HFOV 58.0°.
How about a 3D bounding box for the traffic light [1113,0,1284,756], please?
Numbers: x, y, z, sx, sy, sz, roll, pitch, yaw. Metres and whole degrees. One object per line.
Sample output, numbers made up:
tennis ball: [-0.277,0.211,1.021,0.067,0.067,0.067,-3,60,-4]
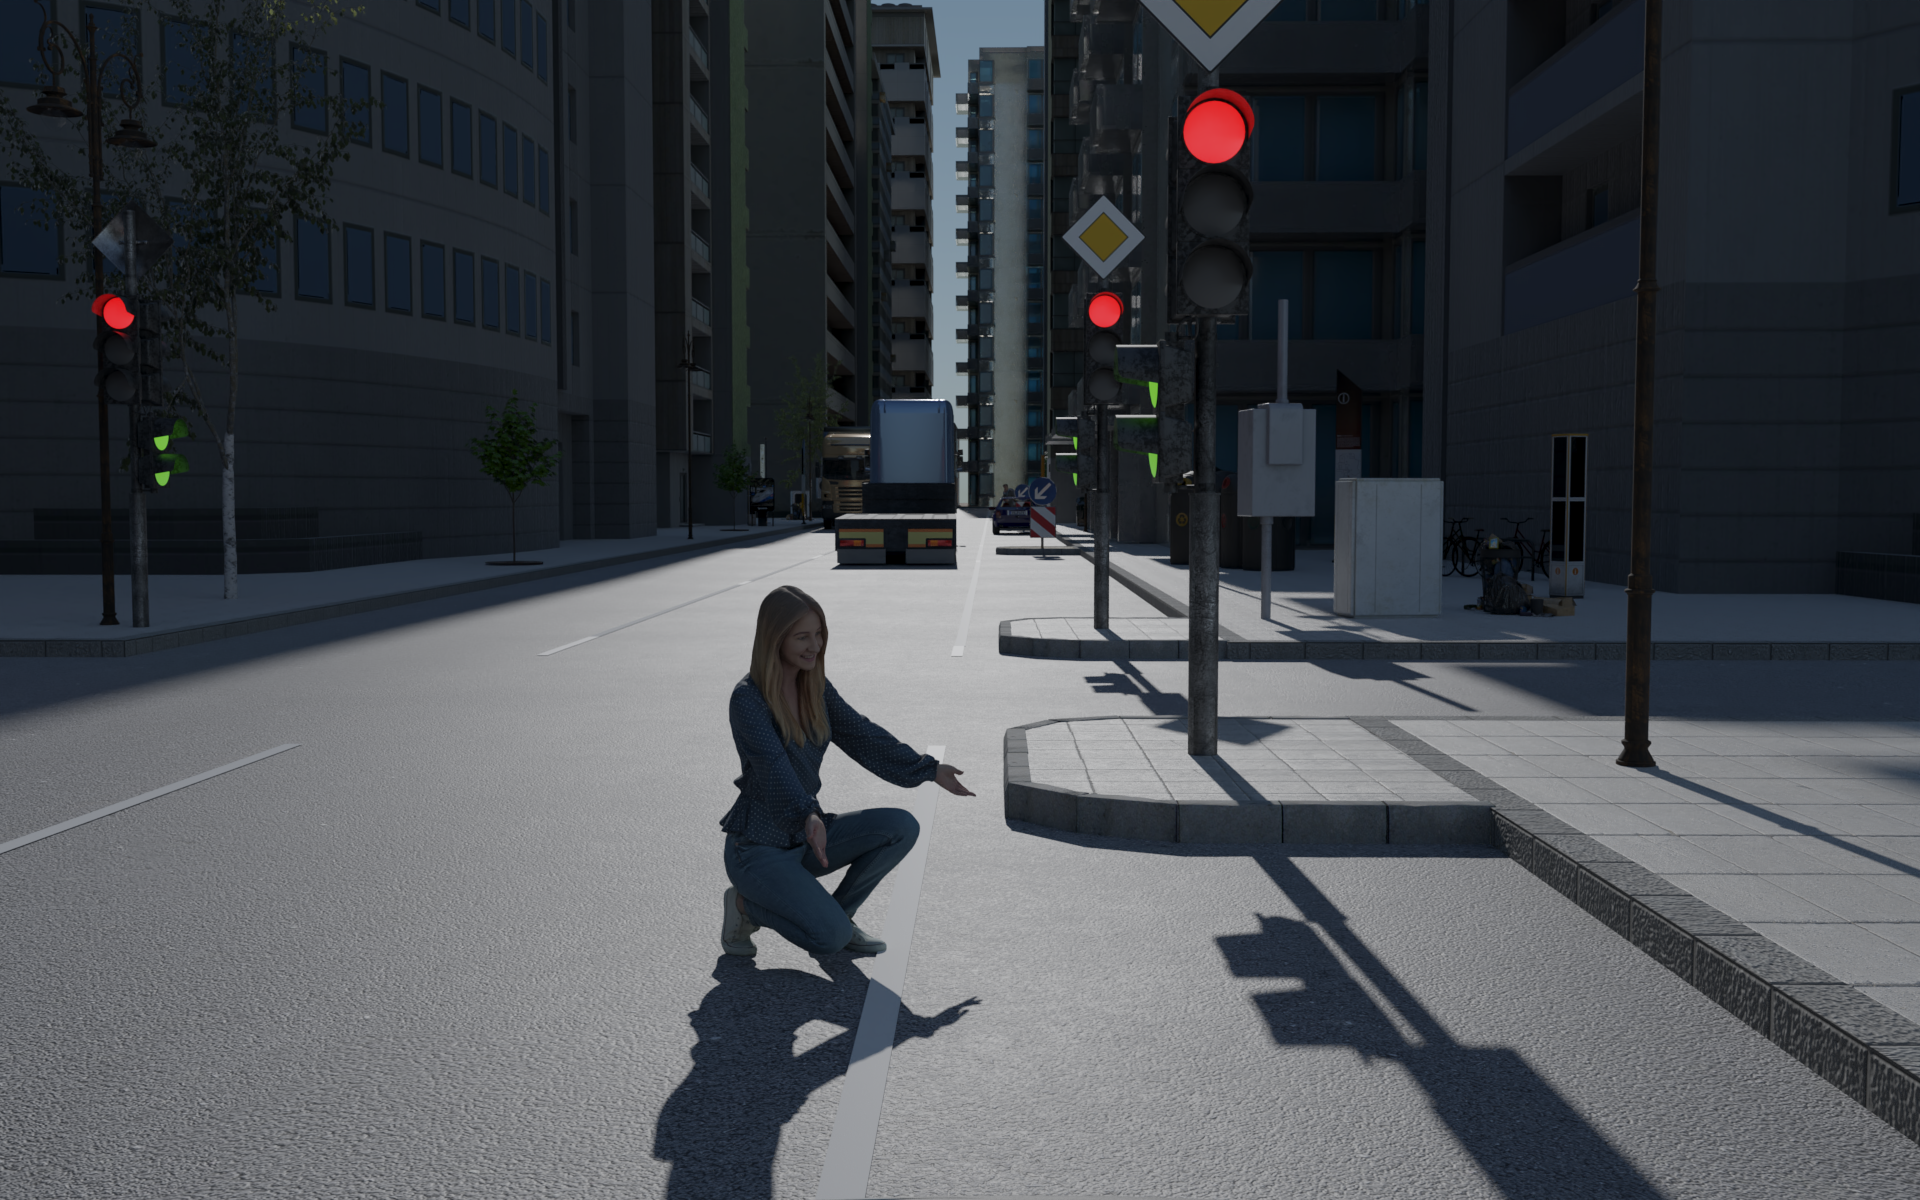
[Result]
traffic light: [1.179,-1.194,8.435,0.839,4.253,0.868,0,4,1]

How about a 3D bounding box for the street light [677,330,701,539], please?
street light: [-7.663,-4.665,49.064,0.468,5.910,1.993,0,4,1]

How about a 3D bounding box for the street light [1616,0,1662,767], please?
street light: [3.204,-2.156,8.033,0.468,5.910,1.993,0,4,1]

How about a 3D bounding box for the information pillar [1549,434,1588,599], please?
information pillar: [7.466,-1.025,21.257,0.304,2.012,0.304,-1,4,-23]

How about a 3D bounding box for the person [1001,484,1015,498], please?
person: [1.958,-3.776,70.043,0.655,1.846,0.447,3,4,37]

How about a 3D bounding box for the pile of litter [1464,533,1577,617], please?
pile of litter: [6.114,-0.300,18.877,1.176,0.858,1.719,1,4,15]

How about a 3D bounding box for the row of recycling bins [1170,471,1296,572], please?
row of recycling bins: [4.758,-1.420,30.331,1.069,1.692,3.534,-1,4,-20]

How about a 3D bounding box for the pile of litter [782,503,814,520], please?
pile of litter: [-8.093,-4.377,85.524,1.719,0.858,1.176,1,4,17]

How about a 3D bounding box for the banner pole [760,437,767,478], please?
banner pole: [-8.611,-5.265,76.094,0.401,3.779,0.863,-2,4,-29]

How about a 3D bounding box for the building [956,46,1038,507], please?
building: [14.857,-34.635,185.887,30.456,49.044,23.786,0,4,1]

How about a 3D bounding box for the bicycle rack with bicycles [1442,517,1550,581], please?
bicycle rack with bicycles: [7.418,-0.789,26.283,2.852,0.926,2.925,-1,4,-17]

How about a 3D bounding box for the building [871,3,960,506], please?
building: [-14.061,-36.683,189.008,27.495,52.752,28.713,0,4,1]

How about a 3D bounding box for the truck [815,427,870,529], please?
truck: [-4.460,-5.217,74.211,2.839,4.237,11.283,0,4,-1]

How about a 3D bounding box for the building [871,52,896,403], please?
building: [-17.901,-28.133,151.852,23.993,40.220,32.217,0,4,1]

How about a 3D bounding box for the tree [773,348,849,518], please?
tree: [-7.658,-8.429,88.172,4.737,8.622,4.395,0,3,0]

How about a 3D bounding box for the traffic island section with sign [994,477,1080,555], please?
traffic island section with sign: [1.849,-2.006,41.422,1.989,1.847,2.006,0,4,1]

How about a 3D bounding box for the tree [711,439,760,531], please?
tree: [-7.745,-4.016,60.264,1.663,3.219,1.824,0,3,0]

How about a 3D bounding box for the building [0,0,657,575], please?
building: [-20.094,-30.325,37.809,21.231,58.520,28.212,0,4,1]

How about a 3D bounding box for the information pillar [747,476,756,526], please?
information pillar: [-8.477,-4.032,70.413,0.304,2.012,0.304,-1,4,-20]

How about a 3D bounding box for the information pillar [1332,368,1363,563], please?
information pillar: [7.222,-2.502,32.262,0.504,3.616,0.183,1,4,23]

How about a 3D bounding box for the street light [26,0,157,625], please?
street light: [-8.352,-2.694,16.830,0.468,5.910,1.993,0,4,1]

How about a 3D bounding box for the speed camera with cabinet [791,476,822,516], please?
speed camera with cabinet: [-7.902,-5.943,91.512,2.038,3.252,0.660,-1,4,-14]

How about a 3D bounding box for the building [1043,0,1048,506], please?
building: [16.532,-35.632,124.581,21.231,58.520,28.212,0,4,1]

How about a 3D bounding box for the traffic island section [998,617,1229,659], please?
traffic island section: [1.371,0.352,16.532,2.009,0.180,2.903,0,4,1]

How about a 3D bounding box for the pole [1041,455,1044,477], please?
pole: [4.348,-5.946,91.058,0.158,3.312,0.155,0,3,0]

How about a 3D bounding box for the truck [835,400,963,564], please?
truck: [-1.334,-3.297,43.663,2.967,4.110,18.799,0,4,0]

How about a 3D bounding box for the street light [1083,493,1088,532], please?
street light: [4.258,-5.243,58.516,0.468,5.910,1.993,0,4,1]

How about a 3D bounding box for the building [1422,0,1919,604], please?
building: [23.298,-29.521,24.662,28.212,58.520,21.231,0,4,1]

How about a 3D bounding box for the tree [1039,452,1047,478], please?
tree: [6.016,-6.827,95.336,4.285,4.588,4.351,0,3,0]

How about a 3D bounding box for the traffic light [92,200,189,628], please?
traffic light: [-7.879,-1.692,16.578,0.839,4.253,0.868,0,4,1]

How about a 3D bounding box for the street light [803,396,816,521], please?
street light: [-7.077,-6.661,81.696,0.468,5.910,1.993,0,4,1]

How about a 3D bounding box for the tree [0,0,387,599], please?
tree: [-9.167,-4.317,20.944,4.360,8.622,3.978,0,3,0]

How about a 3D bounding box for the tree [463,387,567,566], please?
tree: [-7.966,-2.251,31.401,1.663,3.219,1.824,0,3,0]

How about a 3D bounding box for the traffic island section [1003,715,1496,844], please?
traffic island section: [1.219,0.840,8.548,2.009,0.180,2.903,0,4,1]

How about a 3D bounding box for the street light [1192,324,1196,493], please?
street light: [3.585,-3.268,26.221,0.468,5.910,1.993,0,4,1]

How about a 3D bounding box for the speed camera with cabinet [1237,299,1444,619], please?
speed camera with cabinet: [3.948,-1.447,17.990,2.038,3.252,0.660,0,4,-7]

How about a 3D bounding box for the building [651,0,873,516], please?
building: [-13.528,-26.693,120.021,14.154,41.232,14.086,0,4,1]

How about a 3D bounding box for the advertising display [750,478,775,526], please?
advertising display: [-7.848,-3.892,68.843,0.974,1.923,0.123,0,4,7]

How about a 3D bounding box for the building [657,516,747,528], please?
building: [-16.221,-23.472,67.363,14.154,41.232,14.086,0,4,1]

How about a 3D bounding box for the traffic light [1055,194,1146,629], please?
traffic light: [1.331,-1.682,16.419,0.839,4.253,0.868,0,4,1]

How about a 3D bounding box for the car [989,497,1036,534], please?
car: [2.032,-3.076,62.875,1.945,1.354,3.894,0,4,0]

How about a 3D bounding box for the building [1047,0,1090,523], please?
building: [11.115,-18.972,81.894,14.160,30.474,14.107,0,4,1]

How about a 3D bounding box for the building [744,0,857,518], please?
building: [-17.618,-29.258,102.063,21.300,48.544,21.600,0,4,1]

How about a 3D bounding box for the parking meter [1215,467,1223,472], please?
parking meter: [5.346,-1.874,36.357,0.255,1.863,0.399,3,5,44]

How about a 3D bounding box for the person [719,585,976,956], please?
person: [-0.361,0.526,5.402,0.738,1.151,1.012,3,4,38]

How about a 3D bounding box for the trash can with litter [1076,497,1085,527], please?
trash can with litter: [4.924,-3.501,68.633,0.624,1.170,1.055,0,4,-2]

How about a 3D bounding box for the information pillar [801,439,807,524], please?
information pillar: [-6.652,-5.030,73.591,0.183,3.616,0.504,0,4,3]

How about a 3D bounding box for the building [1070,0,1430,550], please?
building: [14.723,-26.387,51.028,23.786,49.044,30.456,0,4,1]
